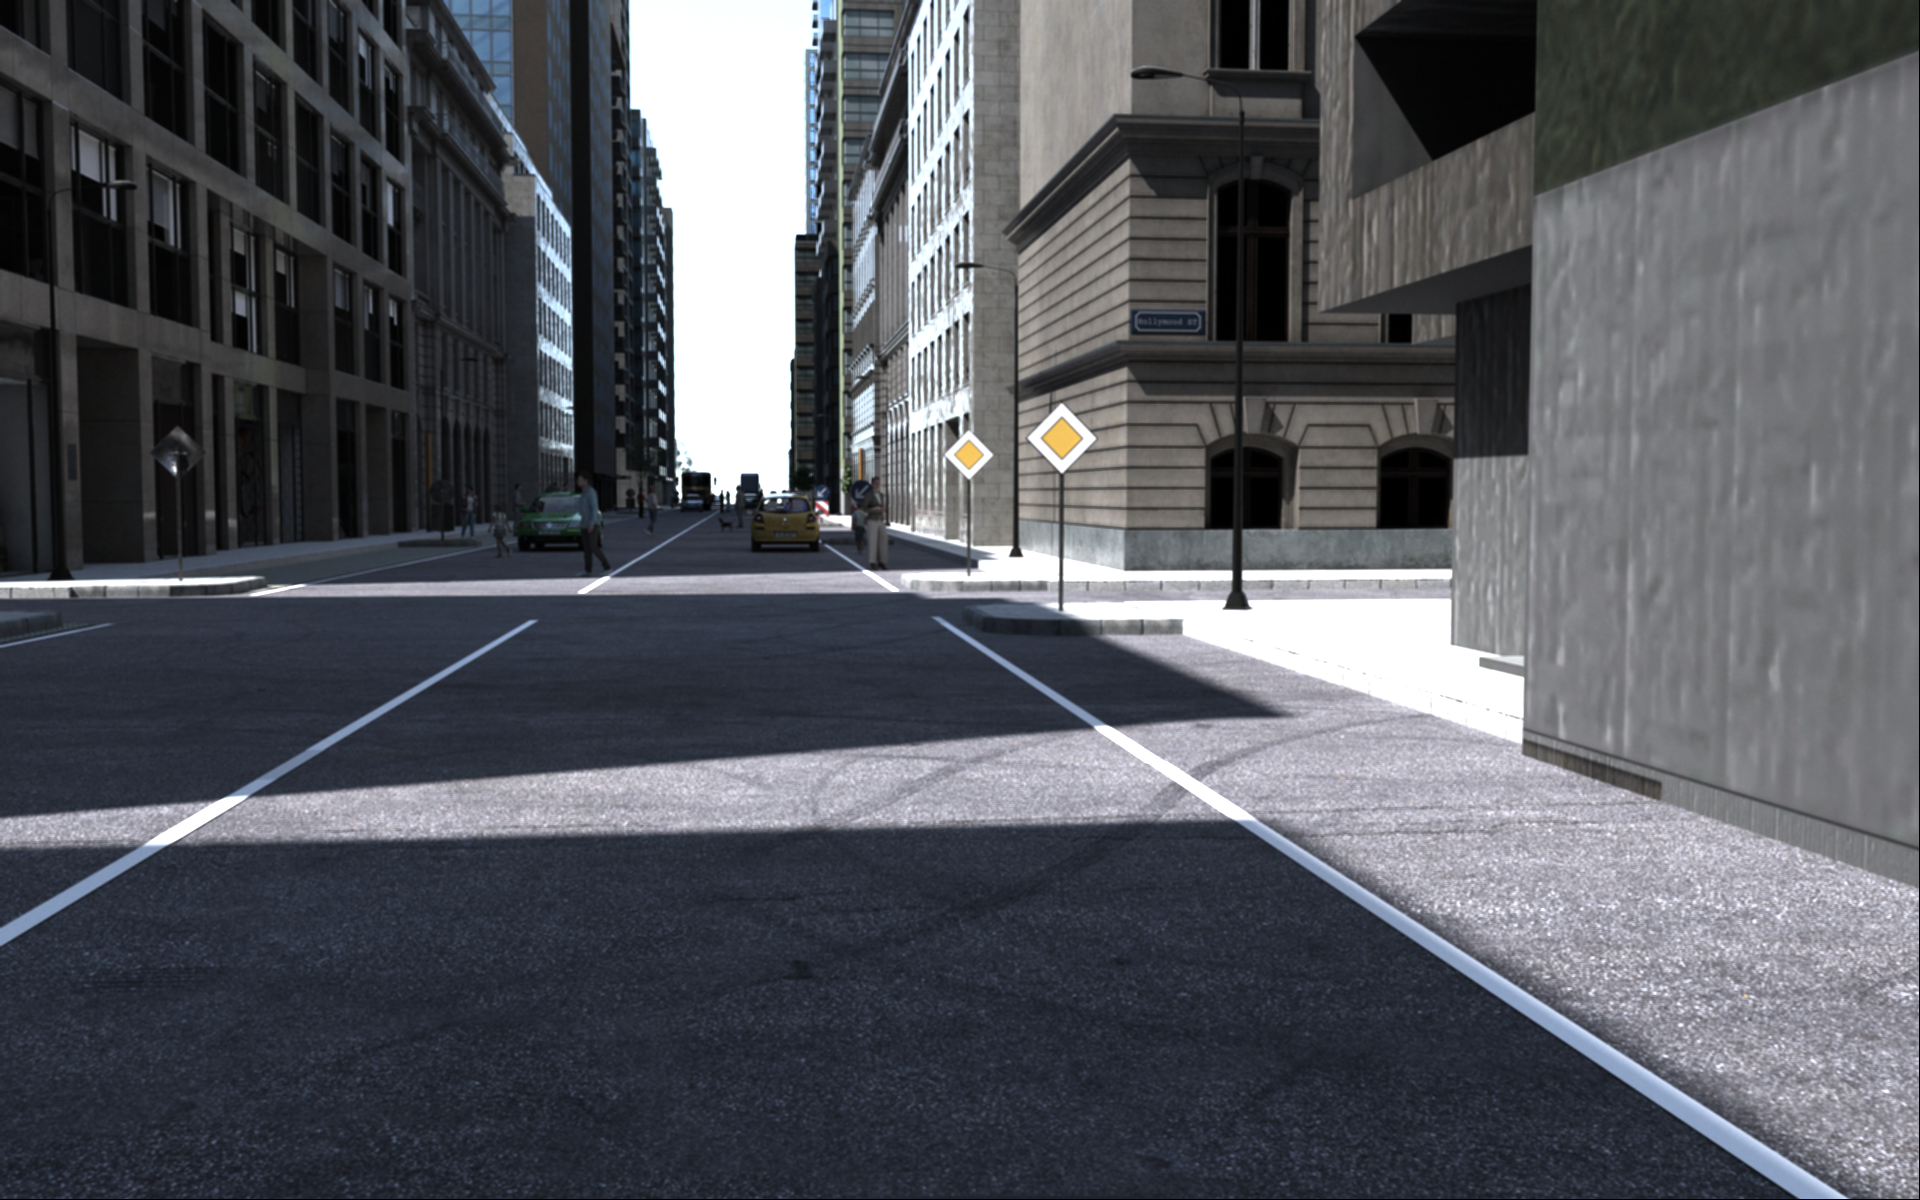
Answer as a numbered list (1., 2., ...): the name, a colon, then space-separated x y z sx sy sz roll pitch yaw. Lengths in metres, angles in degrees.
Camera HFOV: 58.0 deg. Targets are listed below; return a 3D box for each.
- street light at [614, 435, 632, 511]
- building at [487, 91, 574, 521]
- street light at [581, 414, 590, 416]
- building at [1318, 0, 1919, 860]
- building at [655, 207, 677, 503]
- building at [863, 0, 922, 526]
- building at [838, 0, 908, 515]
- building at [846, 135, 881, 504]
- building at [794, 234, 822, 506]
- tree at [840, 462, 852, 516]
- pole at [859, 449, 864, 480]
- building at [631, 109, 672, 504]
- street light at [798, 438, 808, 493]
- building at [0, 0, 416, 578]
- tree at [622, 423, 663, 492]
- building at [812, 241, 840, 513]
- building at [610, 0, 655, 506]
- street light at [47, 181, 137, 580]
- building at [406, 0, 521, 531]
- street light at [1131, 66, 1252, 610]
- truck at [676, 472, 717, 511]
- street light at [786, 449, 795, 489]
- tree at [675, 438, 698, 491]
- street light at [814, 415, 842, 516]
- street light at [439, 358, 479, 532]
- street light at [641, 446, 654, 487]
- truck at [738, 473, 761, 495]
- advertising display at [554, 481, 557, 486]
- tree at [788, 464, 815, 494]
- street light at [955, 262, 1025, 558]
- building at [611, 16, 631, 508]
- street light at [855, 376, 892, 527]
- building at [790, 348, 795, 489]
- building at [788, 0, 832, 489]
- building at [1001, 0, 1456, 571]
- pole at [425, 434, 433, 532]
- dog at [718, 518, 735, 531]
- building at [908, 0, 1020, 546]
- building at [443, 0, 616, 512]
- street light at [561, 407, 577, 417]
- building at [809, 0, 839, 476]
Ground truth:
1. street light: -26.307 -9.946 135.154 1.470 5.913 1.316 0 4 -7
2. building: -26.363 -14.407 90.300 10.420 20.320 16.860 0 4 -7
3. street light: -22.241 -7.862 101.084 1.470 5.913 1.316 0 4 -7
4. building: 9.804 -14.667 11.515 14.160 30.474 14.107 0 4 -7
5. building: -46.759 -33.983 239.211 14.154 41.232 14.086 0 4 -7
6. building: 3.422 -14.059 71.671 13.314 21.916 24.055 0 4 -7
7. building: -0.887 -26.181 111.662 14.154 41.232 14.086 0 4 -7
8. building: -0.685 -14.930 93.253 9.793 20.994 18.267 0 4 -7
9. building: -11.566 -25.857 194.456 14.160 30.474 14.107 0 4 -7
10. tree: -6.700 -6.682 103.845 1.663 3.219 1.824 0 3 0
11. pole: -4.417 -5.122 77.582 0.158 3.312 0.155 0 3 0
12. building: -48.500 -36.484 216.121 23.786 49.044 30.456 0 4 -7
13. street light: -12.740 -10.487 144.009 1.470 5.913 1.316 0 4 -7
14. building: -25.887 -14.391 39.811 19.350 26.468 34.151 0 4 -7
15. tree: -32.505 -13.847 176.759 4.360 8.622 3.978 0 3 0
16. building: 2.957 -17.694 134.344 27.650 21.520 28.899 0 4 -7
17. building: -44.487 -45.994 190.259 20.563 71.187 20.611 0 4 -7
18. street light: -12.900 -3.256 25.769 1.470 5.913 1.316 0 4 -7
19. building: -25.822 -13.910 69.223 13.314 21.916 24.055 0 4 -7
20. street light: 2.547 -2.844 19.049 1.470 5.913 1.316 0 4 -7
21. truck: -23.146 -9.547 152.019 3.469 3.379 9.791 -1 4 -9
22. street light: -16.859 -12.540 177.571 1.470 5.913 1.316 0 4 -7
23. tree: -42.520 -19.800 258.139 7.601 10.594 8.767 0 4 1
24. street light: -7.626 -7.892 101.571 1.470 5.913 1.316 0 4 -7
25. street light: -17.064 -5.287 58.988 1.470 5.913 1.316 0 4 -7
26. street light: -30.423 -11.978 168.379 1.470 5.913 1.316 0 4 -7
27. truck: -25.683 -13.625 212.529 2.967 4.110 18.799 0 4 -8
28. advertising display: -20.698 -5.105 88.678 0.123 1.923 0.974 -1 4 -15
29. tree: -16.552 -12.288 184.620 4.285 4.588 4.351 0 3 0
30. street light: 0.598 -3.812 34.871 1.470 5.913 1.316 0 4 -7
31. building: -41.593 -30.673 156.132 22.147 44.769 28.867 0 4 -7
32. street light: -3.409 -5.845 68.110 1.470 5.913 1.316 0 4 -7
33. building: -7.063 -22.744 216.901 27.650 21.520 28.899 0 4 -7
34. building: -12.982 -56.981 244.311 22.319 86.520 31.000 0 4 -7
35. building: 18.904 -13.215 35.147 34.723 24.649 14.460 0 4 -7
36. pole: -17.926 -3.953 58.467 0.158 3.312 0.155 0 3 0
37. dog: -8.985 -2.893 66.590 0.540 0.507 0.406 -2 4 -28
38. building: 4.454 -11.980 50.618 10.420 20.320 16.860 0 4 -7
39. building: -34.658 -29.676 135.308 14.600 45.320 14.200 0 4 -7
40. street light: -21.167 -7.320 92.215 1.470 5.913 1.316 0 4 -7
41. building: -2.038 -33.221 162.776 23.786 49.044 30.456 0 4 -7
